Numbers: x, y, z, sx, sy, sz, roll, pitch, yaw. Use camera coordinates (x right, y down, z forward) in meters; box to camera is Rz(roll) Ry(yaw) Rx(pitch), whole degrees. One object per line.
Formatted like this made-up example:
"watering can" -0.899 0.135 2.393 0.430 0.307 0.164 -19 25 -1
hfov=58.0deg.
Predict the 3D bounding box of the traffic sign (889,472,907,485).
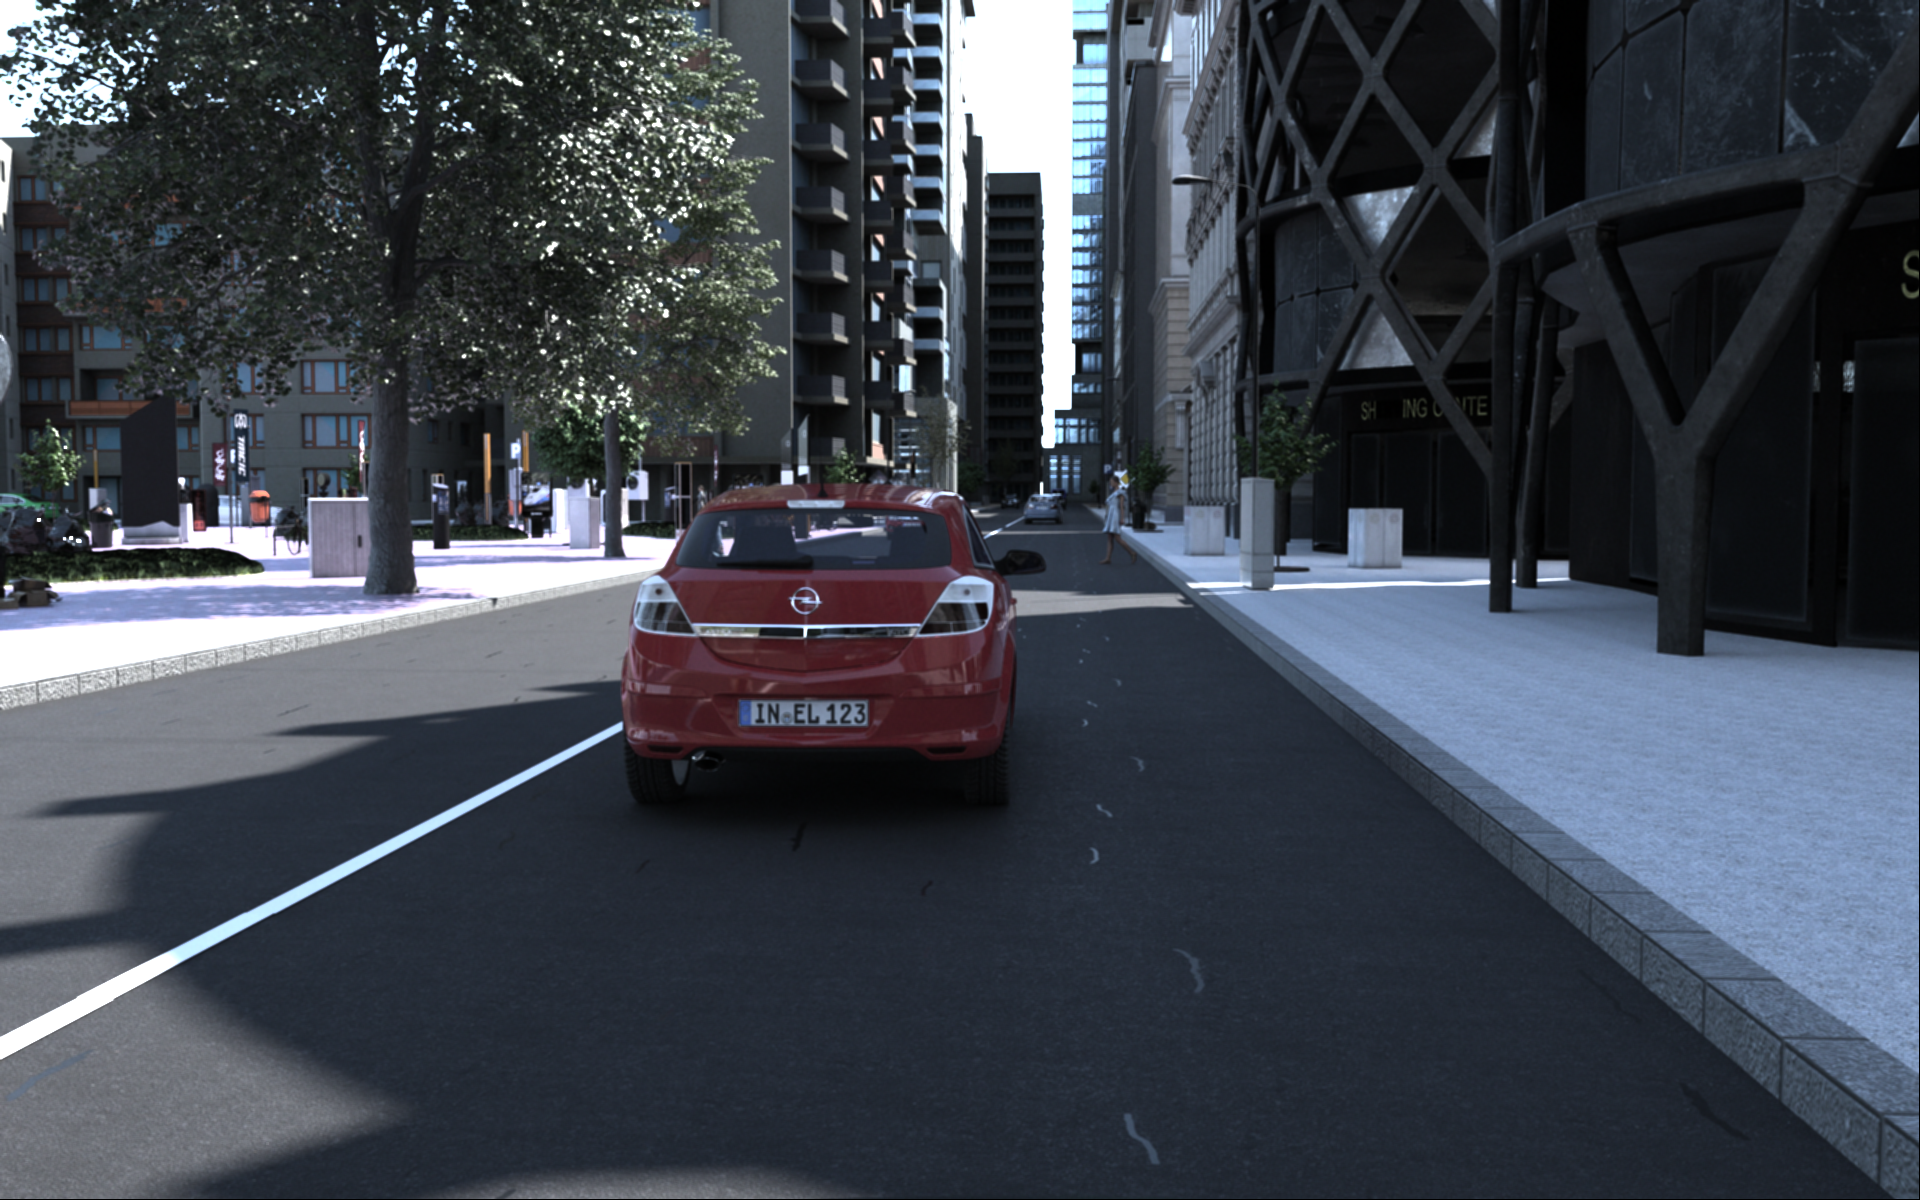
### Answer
"traffic sign" -2.794 -4.538 77.833 0.795 2.450 0.064 0 4 4

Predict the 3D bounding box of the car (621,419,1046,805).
"car" -0.598 -0.028 9.492 2.155 1.783 4.494 0 4 2

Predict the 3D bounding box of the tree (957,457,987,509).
"tree" 0.706 -10.263 151.506 4.285 4.588 4.351 0 3 0

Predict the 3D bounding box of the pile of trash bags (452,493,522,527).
"pile of trash bags" -18.243 -3.538 67.598 3.447 1.369 1.912 3 4 37

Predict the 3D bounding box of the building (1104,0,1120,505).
"building" 27.041 -40.040 196.652 21.231 58.520 28.212 0 4 4

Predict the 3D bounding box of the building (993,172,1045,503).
"building" 1.185 -38.168 247.748 21.600 48.544 21.300 0 4 4

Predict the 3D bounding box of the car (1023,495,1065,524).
"car" 4.054 -4.401 83.961 2.014 1.417 4.499 0 4 5

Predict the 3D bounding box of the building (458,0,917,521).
"building" -14.020 -26.789 92.620 22.147 44.769 28.867 0 4 4

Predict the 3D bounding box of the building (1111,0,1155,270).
"building" 29.288 -35.449 168.831 28.713 52.752 27.495 0 4 4

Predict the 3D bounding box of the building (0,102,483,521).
"building" -40.170 -15.252 94.407 28.899 21.520 27.650 0 4 4

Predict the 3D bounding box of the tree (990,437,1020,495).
"tree" 5.674 -16.513 220.346 4.737 8.622 4.395 0 3 0

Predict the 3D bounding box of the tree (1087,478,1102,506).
"tree" 14.867 -12.152 193.278 1.663 3.219 1.824 0 3 0

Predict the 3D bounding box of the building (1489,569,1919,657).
"building" 13.782 -9.136 16.820 16.820 18.784 16.811 0 4 4

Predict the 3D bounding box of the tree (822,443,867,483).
"tree" -4.222 -4.293 64.789 1.663 3.219 1.824 0 3 0

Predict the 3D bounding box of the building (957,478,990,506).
"building" -13.071 -30.653 193.061 32.217 40.220 23.993 0 4 4

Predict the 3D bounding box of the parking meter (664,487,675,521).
"parking meter" -9.850 -3.086 58.865 0.372 1.533 0.369 0 3 0

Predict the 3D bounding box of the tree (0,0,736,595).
"tree" -7.303 -7.062 22.123 9.857 13.997 8.962 0 3 0

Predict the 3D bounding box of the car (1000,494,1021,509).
"car" 4.868 -9.643 167.447 2.009 1.686 4.222 0 4 3

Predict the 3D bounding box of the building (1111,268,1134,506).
"building" 17.525 -17.959 142.772 9.793 20.994 18.267 0 4 4

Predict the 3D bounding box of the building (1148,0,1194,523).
"building" 19.304 -18.152 82.682 20.117 28.700 13.634 0 4 4

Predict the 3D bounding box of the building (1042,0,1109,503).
"building" 27.465 -57.050 245.441 31.000 86.520 22.319 0 4 4

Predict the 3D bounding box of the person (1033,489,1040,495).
"person" 5.631 -7.313 128.266 0.606 1.804 0.583 -1 4 -14

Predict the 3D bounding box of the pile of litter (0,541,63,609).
"pile of litter" -10.937 -0.365 19.932 1.176 0.858 1.719 1 4 11

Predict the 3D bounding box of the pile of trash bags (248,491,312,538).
"pile of trash bags" -19.846 -2.581 51.953 1.912 1.369 3.447 2 4 27

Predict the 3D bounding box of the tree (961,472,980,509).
"tree" 1.000 -9.413 148.496 1.663 3.219 1.824 0 3 0

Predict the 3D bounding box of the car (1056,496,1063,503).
"car" 5.820 -6.325 115.780 2.083 1.381 4.827 0 4 4

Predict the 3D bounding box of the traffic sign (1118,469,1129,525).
"traffic sign" 6.629 -4.011 69.222 0.795 2.450 0.064 0 4 4

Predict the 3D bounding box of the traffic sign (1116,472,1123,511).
"traffic sign" 7.129 -4.498 77.192 0.795 2.450 0.064 0 4 4

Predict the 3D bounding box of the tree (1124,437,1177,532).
"tree" 6.251 -3.910 58.524 1.663 3.219 1.824 0 3 0

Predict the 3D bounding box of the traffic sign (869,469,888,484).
"traffic sign" -3.294 -4.050 69.864 0.795 2.450 0.064 0 4 4

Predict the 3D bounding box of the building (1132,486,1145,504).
"building" 17.414 -15.867 124.059 10.561 19.102 19.286 0 4 4

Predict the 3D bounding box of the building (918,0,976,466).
"building" -13.396 -35.327 166.838 28.713 52.752 27.495 0 4 4

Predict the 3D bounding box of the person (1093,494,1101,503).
"person" 18.504 -13.646 232.428 1.217 1.723 0.721 1 4 13

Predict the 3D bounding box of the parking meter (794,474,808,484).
"parking meter" -4.546 -2.671 49.387 0.399 1.863 0.255 0 4 8

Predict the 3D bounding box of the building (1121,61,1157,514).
"building" 17.022 -18.878 102.166 14.314 27.812 24.014 0 4 4

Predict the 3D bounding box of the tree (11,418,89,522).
"tree" -23.266 -3.028 44.113 1.663 3.219 1.824 0 3 0

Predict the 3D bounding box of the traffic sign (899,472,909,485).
"traffic sign" -2.680 -4.863 81.634 0.606 2.300 0.079 1 4 10

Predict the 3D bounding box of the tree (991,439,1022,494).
"tree" 6.204 -16.914 226.903 4.360 8.622 3.978 0 3 0

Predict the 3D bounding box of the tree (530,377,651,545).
"tree" -9.392 -3.677 43.837 4.285 4.588 4.351 0 3 0

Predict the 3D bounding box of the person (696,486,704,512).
"person" -11.208 -3.993 74.054 0.573 1.790 0.520 -1 4 -11

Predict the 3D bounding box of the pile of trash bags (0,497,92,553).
"pile of trash bags" -16.990 -1.258 30.316 1.912 1.369 3.447 1 4 14

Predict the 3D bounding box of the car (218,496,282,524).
"car" -31.280 -3.821 74.836 4.827 1.381 2.083 0 4 4

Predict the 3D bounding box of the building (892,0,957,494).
"building" -11.032 -49.934 129.096 22.319 86.520 31.000 0 4 4

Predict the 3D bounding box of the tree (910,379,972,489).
"tree" -1.358 -9.837 111.204 4.360 8.622 3.978 0 3 0

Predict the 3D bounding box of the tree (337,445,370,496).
"tree" -23.452 -4.513 68.389 1.663 3.219 1.824 0 3 0

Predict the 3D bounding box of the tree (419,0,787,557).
"tree" -7.510 -7.152 35.065 7.486 12.596 7.792 0 3 0

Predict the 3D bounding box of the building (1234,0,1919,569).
"building" 14.683 -10.503 39.171 16.820 18.784 16.811 0 4 4

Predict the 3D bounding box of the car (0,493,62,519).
"car" -42.755 -4.199 77.448 4.718 1.807 1.959 0 4 3

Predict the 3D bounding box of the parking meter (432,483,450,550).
"parking meter" -12.043 -1.944 40.200 0.372 1.533 0.369 0 3 0

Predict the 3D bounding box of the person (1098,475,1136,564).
"person" 3.218 -1.646 35.500 0.778 1.811 0.616 0 4 -5

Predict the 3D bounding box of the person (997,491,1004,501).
"person" 5.694 -13.851 234.599 1.348 1.869 0.705 2 4 25

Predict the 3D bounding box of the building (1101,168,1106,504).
"building" 24.937 -32.757 219.166 14.154 41.232 14.086 0 4 4

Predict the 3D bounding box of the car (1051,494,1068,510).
"car" 8.946 -9.188 160.010 2.009 1.686 4.222 0 4 3

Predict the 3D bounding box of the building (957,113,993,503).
"building" -7.449 -36.329 217.680 21.600 48.544 21.300 0 4 4

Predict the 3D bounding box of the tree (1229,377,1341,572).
"tree" 5.235 -2.104 29.000 1.663 3.219 1.824 0 3 0

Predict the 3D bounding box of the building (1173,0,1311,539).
"building" 13.151 -13.983 57.502 11.050 23.489 19.941 0 4 4
